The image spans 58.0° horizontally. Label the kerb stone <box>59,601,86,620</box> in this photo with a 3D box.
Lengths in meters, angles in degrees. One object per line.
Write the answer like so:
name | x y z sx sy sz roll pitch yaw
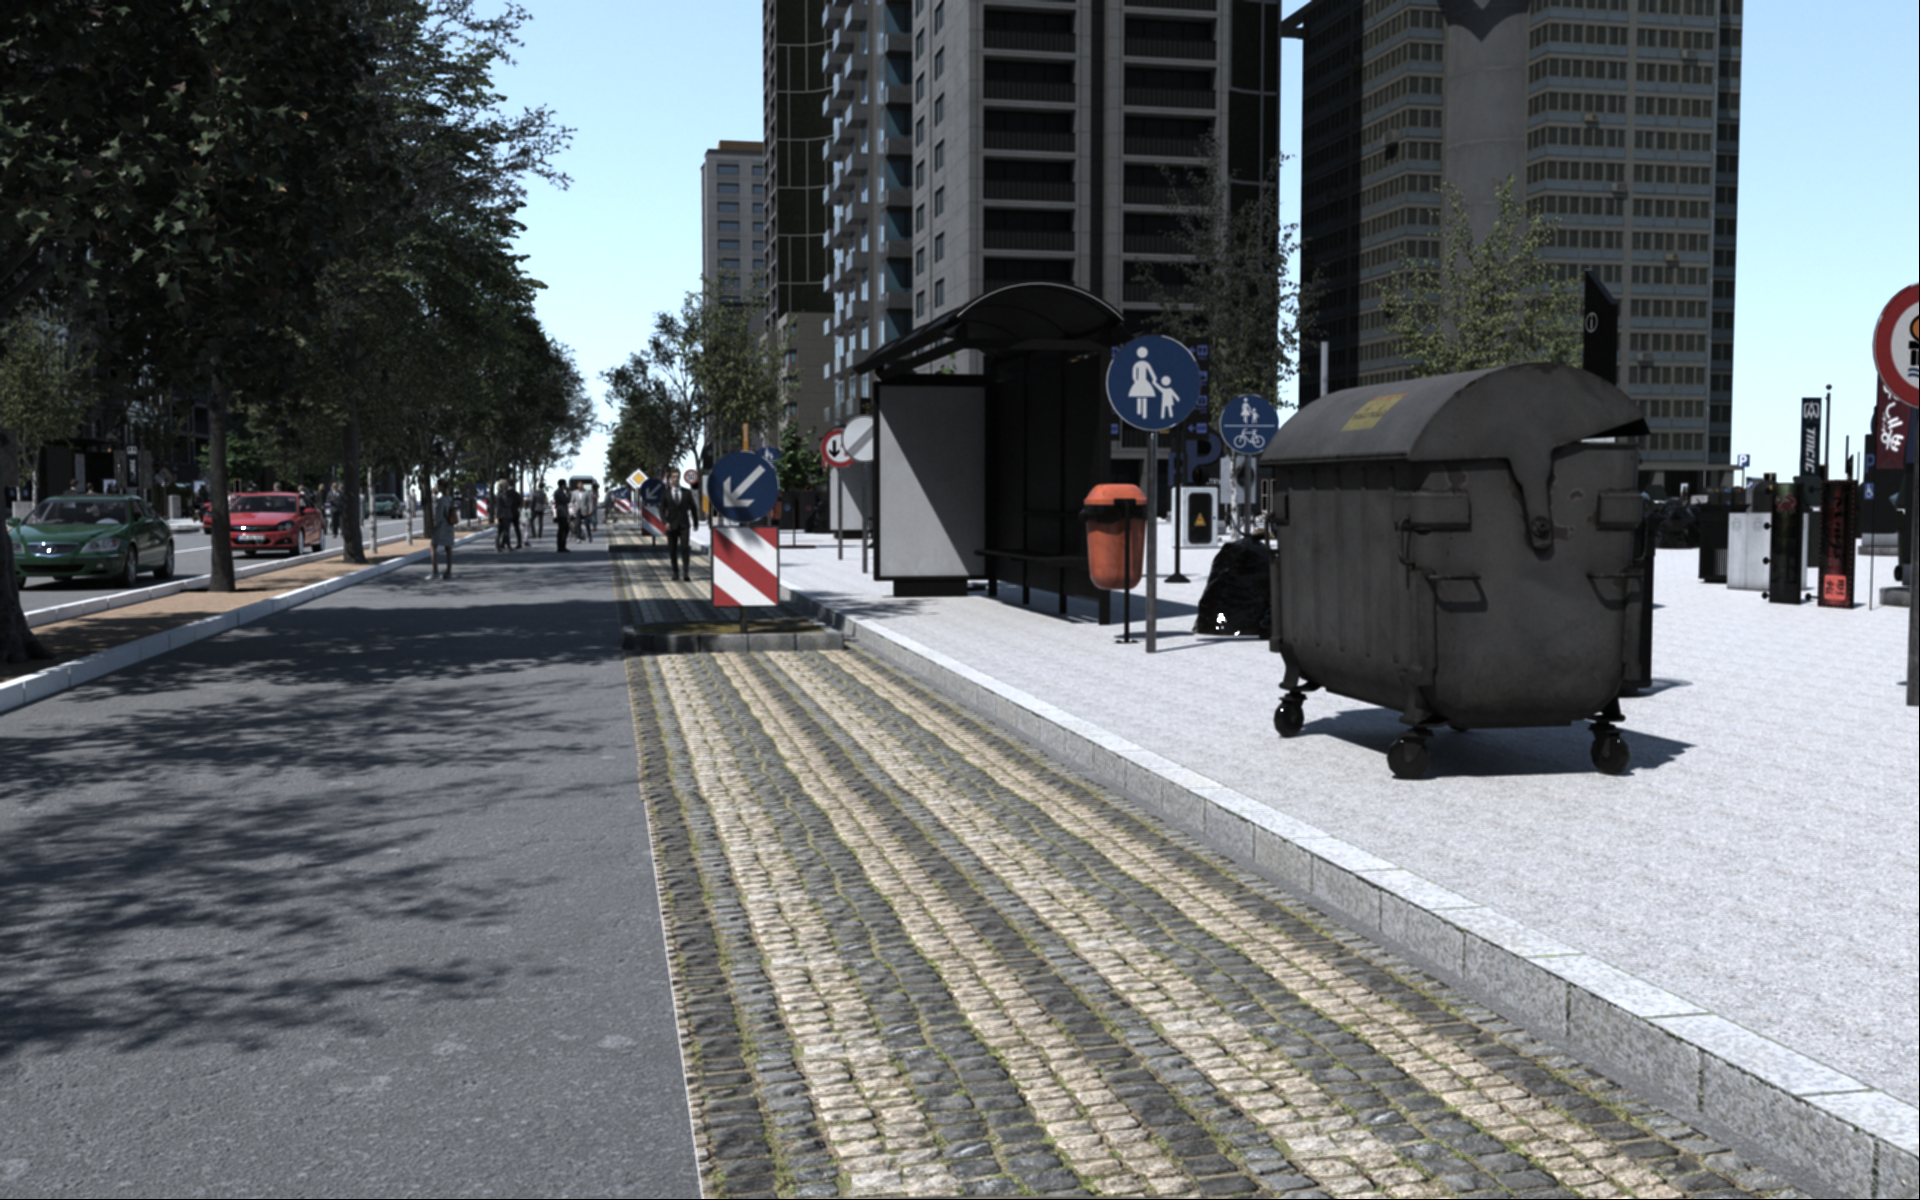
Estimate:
kerb stone | -10.293 0.139 19.917 0.120 0.150 1.000 -1 4 -12

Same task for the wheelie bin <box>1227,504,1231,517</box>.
wheelie bin | 12.998 -4.582 82.821 0.980 1.594 0.693 1 4 14

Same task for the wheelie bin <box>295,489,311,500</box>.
wheelie bin | -46.117 -6.913 120.933 0.693 1.594 0.980 3 5 40

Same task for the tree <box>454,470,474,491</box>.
tree | -69.117 -15.742 241.101 4.285 4.588 4.351 0 3 0

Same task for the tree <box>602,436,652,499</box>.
tree | -56.712 -23.189 296.146 9.611 12.733 9.660 0 3 0

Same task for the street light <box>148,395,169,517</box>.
street light | -33.092 -6.047 71.657 0.468 5.910 1.993 -1 4 -12

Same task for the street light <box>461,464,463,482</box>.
street light | -65.509 -15.612 228.046 0.468 5.910 1.993 -1 4 -12

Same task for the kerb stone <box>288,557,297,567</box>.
kerb stone | -13.204 -0.716 33.982 0.120 0.150 1.000 -1 4 -12

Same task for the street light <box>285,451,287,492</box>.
street light | -39.060 -7.801 100.327 0.468 5.910 1.993 -1 4 -12

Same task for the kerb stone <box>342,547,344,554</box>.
kerb stone | -14.679 -1.145 40.990 0.120 0.150 1.000 -1 4 -12

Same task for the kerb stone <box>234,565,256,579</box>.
kerb stone | -12.371 -0.472 29.946 0.120 0.150 1.000 -1 4 -12

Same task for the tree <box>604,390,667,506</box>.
tree | -34.498 -16.464 187.308 7.486 12.596 7.792 0 3 0

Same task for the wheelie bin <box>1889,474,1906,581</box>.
wheelie bin | 14.155 -1.072 25.428 0.693 1.594 0.980 -3 5 -41

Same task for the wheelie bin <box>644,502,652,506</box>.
wheelie bin | -24.248 -7.768 134.916 0.693 1.594 0.980 -2 4 -35

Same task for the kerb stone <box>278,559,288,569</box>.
kerb stone | -13.001 -0.659 32.972 0.120 0.150 1.000 -1 4 -12

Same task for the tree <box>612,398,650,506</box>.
tree | -23.257 -10.973 129.769 4.737 8.622 4.395 0 3 0

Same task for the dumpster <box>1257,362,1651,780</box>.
dumpster | 2.376 -0.168 8.510 1.264 1.857 1.865 -1 4 -12

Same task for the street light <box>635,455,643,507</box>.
street light | -30.964 -11.830 166.200 0.468 5.910 1.993 -1 4 -12

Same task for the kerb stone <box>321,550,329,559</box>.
kerb stone | -14.048 -0.963 37.988 0.120 0.150 1.000 -1 4 -12

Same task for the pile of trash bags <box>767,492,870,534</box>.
pile of trash bags | -4.680 -2.873 56.732 3.447 1.369 1.912 0 4 -6

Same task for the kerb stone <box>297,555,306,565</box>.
kerb stone | -13.419 -0.782 34.981 0.120 0.150 1.000 -1 4 -12

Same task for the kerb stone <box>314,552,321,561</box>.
kerb stone | -13.847 -0.899 36.986 0.120 0.150 1.000 -1 4 -12

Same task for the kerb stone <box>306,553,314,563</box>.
kerb stone | -13.628 -0.843 35.986 0.120 0.150 1.000 -1 4 -12

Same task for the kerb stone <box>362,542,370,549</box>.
kerb stone | -15.718 -1.457 46.014 0.120 0.150 1.000 -1 4 -12

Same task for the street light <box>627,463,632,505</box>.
street light | -37.050 -13.593 195.024 0.468 5.910 1.993 -1 4 -12

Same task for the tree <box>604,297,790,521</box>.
tree | -12.238 -9.005 81.650 8.767 10.594 7.601 -1 4 -20

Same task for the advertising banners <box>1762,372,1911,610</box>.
advertising banners | 9.878 -1.426 19.496 0.090 3.025 2.074 -1 4 -18

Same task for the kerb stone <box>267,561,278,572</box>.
kerb stone | -12.792 -0.595 31.960 0.120 0.150 1.000 -1 4 -12

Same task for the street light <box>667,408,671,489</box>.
street light | -15.342 -7.238 91.133 0.468 5.910 1.993 -1 4 -12

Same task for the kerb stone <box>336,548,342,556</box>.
kerb stone | -14.463 -1.088 39.991 0.120 0.150 1.000 -1 4 -12

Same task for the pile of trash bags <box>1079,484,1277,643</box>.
pile of trash bags | 2.720 -0.354 15.533 3.447 1.369 1.912 -1 4 -16

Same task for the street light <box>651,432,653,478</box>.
street light | -21.305 -8.992 119.805 0.468 5.910 1.993 -1 4 -12

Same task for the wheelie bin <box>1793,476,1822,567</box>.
wheelie bin | 14.868 -1.381 30.494 0.980 1.594 0.693 -2 4 -23

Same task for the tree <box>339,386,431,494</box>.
tree | -51.187 -15.129 154.010 9.857 13.997 8.962 0 3 0

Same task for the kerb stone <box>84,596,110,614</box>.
kerb stone | -10.501 0.078 20.918 0.120 0.150 1.000 -1 4 -12

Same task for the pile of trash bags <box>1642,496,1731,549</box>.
pile of trash bags | 16.558 -1.923 41.193 3.447 1.369 1.912 0 4 1

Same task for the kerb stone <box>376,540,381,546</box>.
kerb stone | -15.927 -1.516 47.018 0.120 0.150 1.000 -1 4 -12

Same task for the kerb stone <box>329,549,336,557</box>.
kerb stone | -14.252 -1.027 38.991 0.120 0.150 1.000 -1 4 -12

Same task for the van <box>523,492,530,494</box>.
van | -71.790 -17.101 286.617 2.013 2.044 4.112 -1 4 -12

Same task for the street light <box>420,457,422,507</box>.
street light | -54.782 -12.428 175.992 0.468 5.910 1.993 -1 4 -12

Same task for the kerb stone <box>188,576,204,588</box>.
kerb stone | -11.538 -0.229 25.933 0.120 0.150 1.000 -1 4 -12

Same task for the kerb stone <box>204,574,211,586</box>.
kerb stone | -11.758 -0.290 26.939 0.120 0.150 1.000 -1 4 -12

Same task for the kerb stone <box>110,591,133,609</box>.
kerb stone | -10.700 0.020 21.921 0.120 0.150 1.000 -1 4 -12

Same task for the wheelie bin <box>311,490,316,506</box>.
wheelie bin | -53.612 -8.288 143.411 0.693 1.594 0.980 3 4 36

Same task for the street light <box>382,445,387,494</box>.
street light | -48.753 -10.650 146.922 0.468 5.910 1.993 -1 4 -12

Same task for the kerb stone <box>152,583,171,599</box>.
kerb stone | -11.117 -0.106 23.928 0.120 0.150 1.000 -1 4 -12

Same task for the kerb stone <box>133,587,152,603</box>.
kerb stone | -10.917 -0.045 22.925 0.120 0.150 1.000 -1 4 -12

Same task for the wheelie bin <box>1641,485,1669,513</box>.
wheelie bin | 23.414 -3.096 58.524 0.980 1.594 0.693 -1 4 -15

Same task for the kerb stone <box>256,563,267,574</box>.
kerb stone | -12.584 -0.536 30.956 0.120 0.150 1.000 -1 4 -12

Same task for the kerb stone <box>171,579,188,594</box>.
kerb stone | -11.337 -0.167 24.927 0.120 0.150 1.000 -1 4 -12

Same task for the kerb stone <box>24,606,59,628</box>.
kerb stone | -10.085 0.201 18.915 0.120 0.150 1.000 -1 4 -12

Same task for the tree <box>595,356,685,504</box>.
tree | -43.117 -23.168 234.688 12.611 20.169 13.585 0 3 0
